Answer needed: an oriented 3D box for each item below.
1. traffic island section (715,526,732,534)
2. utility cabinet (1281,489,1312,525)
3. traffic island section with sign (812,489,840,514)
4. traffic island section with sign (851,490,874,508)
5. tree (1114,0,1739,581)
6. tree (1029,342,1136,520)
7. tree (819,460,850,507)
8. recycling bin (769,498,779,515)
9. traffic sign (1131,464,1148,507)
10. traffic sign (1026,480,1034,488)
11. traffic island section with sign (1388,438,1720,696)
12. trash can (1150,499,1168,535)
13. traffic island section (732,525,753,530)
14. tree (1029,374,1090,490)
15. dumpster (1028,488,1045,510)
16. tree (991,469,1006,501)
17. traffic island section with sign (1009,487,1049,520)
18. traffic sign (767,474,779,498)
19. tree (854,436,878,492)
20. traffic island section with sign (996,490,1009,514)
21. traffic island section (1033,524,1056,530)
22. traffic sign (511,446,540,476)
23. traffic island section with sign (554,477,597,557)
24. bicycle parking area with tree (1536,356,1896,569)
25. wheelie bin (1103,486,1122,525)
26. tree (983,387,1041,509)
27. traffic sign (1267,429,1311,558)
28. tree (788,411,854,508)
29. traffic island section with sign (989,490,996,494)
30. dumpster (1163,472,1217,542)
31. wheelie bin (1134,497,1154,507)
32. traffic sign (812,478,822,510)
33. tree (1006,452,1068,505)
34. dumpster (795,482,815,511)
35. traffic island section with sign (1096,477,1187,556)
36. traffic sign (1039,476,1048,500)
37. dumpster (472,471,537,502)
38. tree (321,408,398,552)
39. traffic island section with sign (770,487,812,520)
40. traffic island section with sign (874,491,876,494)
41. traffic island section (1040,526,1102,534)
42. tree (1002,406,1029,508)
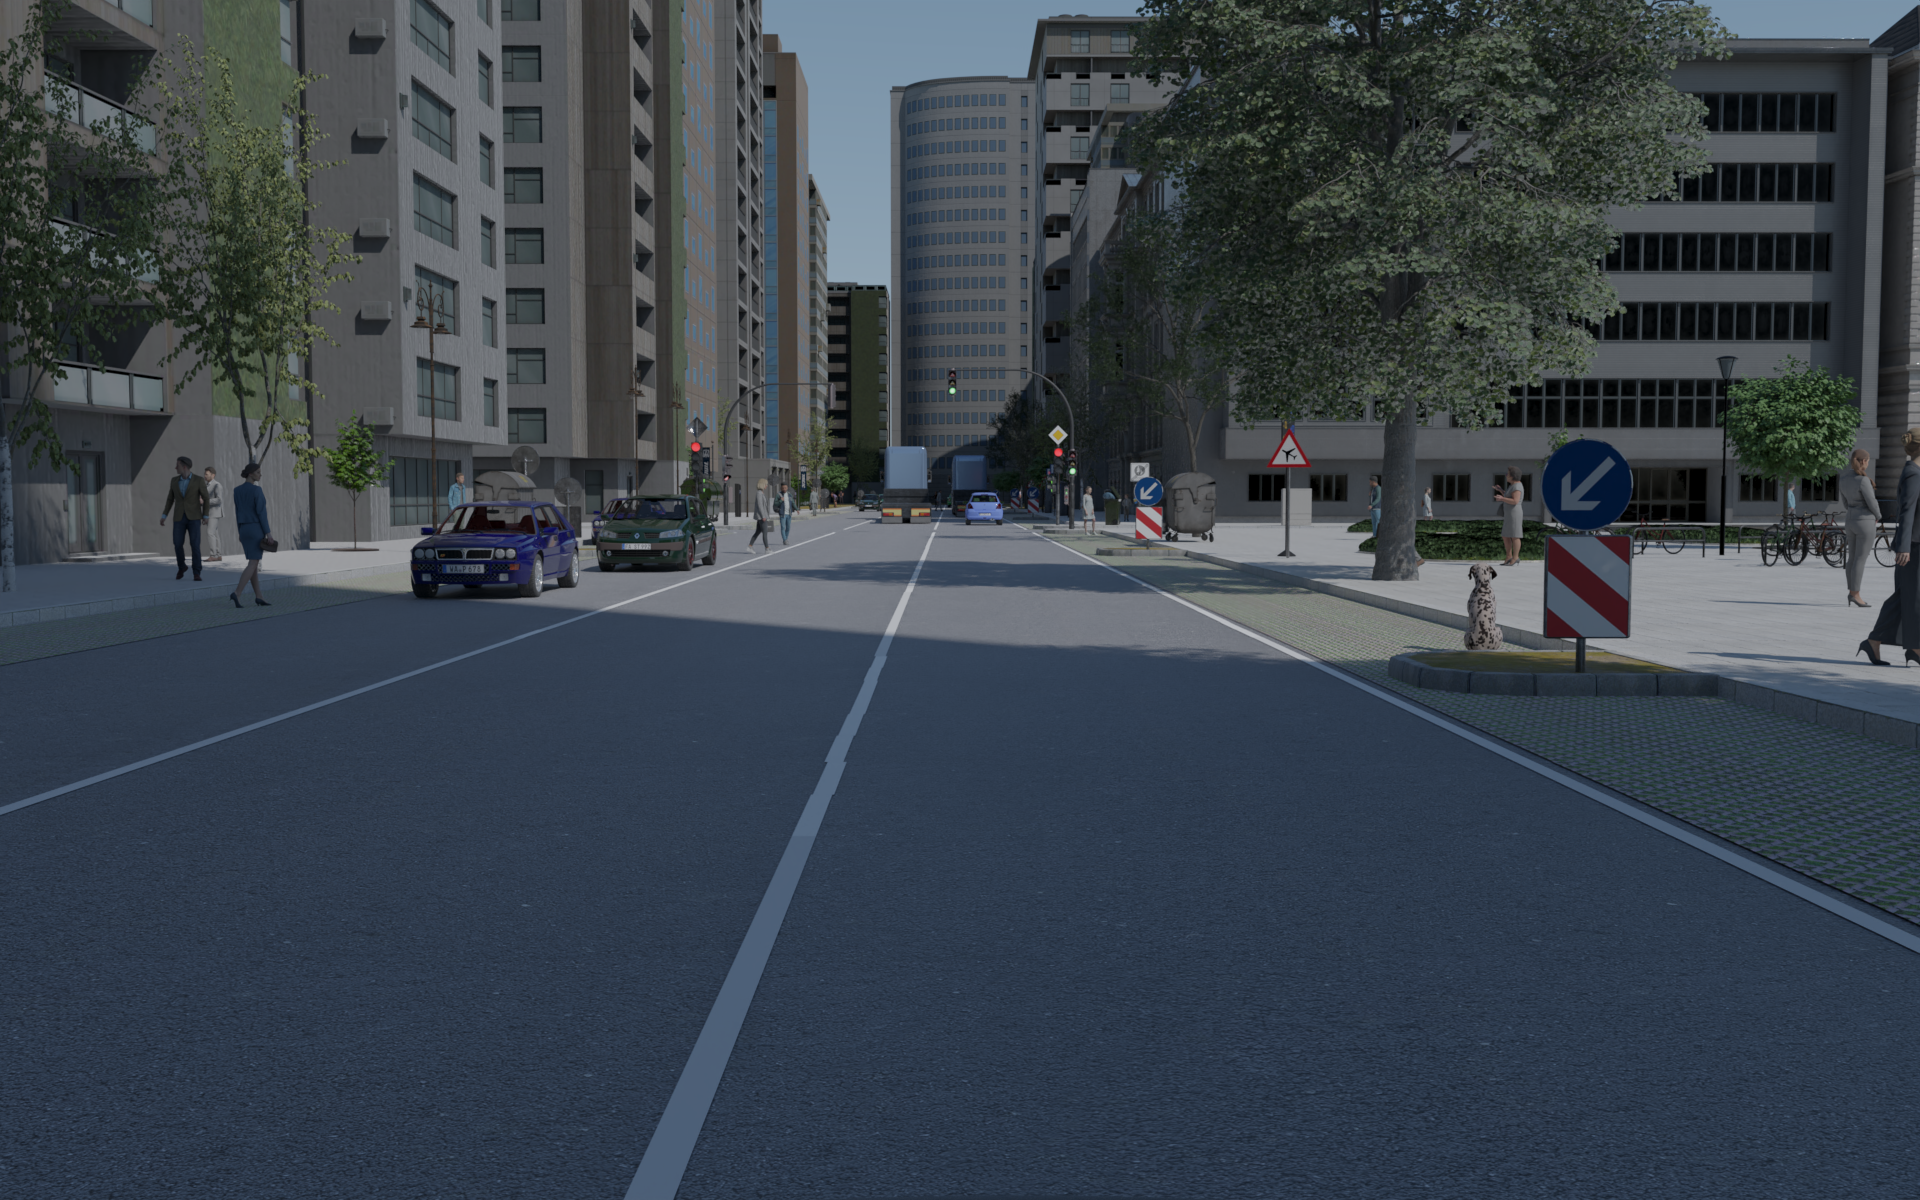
[{"bbox_3d":[-9.564,-2.491,63.008,2.009,0.180,2.903,0,4,0],"label":"traffic island section"},{"bbox_3d":[13.655,-3.770,70.324,1.173,1.500,0.318,0,4,-2],"label":"utility cabinet"},{"bbox_3d":[-9.582,-7.019,123.381,1.989,1.847,2.006,0,4,0],"label":"traffic island section with sign"},{"bbox_3d":[-9.845,-10.057,173.055,1.989,1.847,2.006,0,4,0],"label":"traffic island section with sign"},{"bbox_3d":[6.473,-7.272,25.553,9.857,13.997,8.962,0,3,0],"label":"tree"},{"bbox_3d":[6.194,-8.200,84.427,4.360,8.622,3.978,0,3,0],"label":"tree"},{"bbox_3d":[-12.173,-11.283,168.193,4.285,4.588,4.351,0,3,0],"label":"tree"},{"bbox_3d":[-11.523,-5.870,108.532,0.722,1.027,0.722,0,4,6],"label":"recycling bin"},{"bbox_3d":[5.948,-3.379,57.378,0.606,2.300,0.079,0,4,4],"label":"traffic sign"},{"bbox_3d":[6.033,-8.957,146.457,0.884,2.594,0.081,1,4,9],"label":"traffic sign"},{"bbox_3d":[4.360,-0.276,13.135,1.989,1.847,2.006,0,4,0],"label":"traffic island section with sign"},{"bbox_3d":[6.330,-2.657,55.103,0.748,1.137,0.748,0,3,0],"label":"trash can"},{"bbox_3d":[-9.609,-2.979,70.993,2.009,0.180,2.903,0,4,0],"label":"traffic island section"},{"bbox_3d":[6.221,-9.581,107.017,4.737,8.622,4.395,0,3,0],"label":"tree"},{"bbox_3d":[5.903,-7.791,133.135,1.264,1.857,1.865,0,4,0],"label":"dumpster"},{"bbox_3d":[6.467,-13.857,210.282,4.285,4.588,4.351,0,3,0],"label":"tree"},{"bbox_3d":[3.902,-5.328,95.733,1.989,1.847,2.006,0,4,0],"label":"traffic island section with sign"},{"bbox_3d":[-11.788,-6.685,109.411,0.768,2.556,0.104,0,4,2],"label":"traffic sign"},{"bbox_3d":[-12.235,-16.000,211.970,4.737,8.622,4.395,0,3,0],"label":"tree"},{"bbox_3d":[3.758,-6.976,122.687,1.989,1.847,2.006,0,4,0],"label":"traffic island section with sign"},{"bbox_3d":[4.033,-2.984,71.064,2.009,0.180,2.903,0,4,0],"label":"traffic island section"},{"bbox_3d":[-11.429,-2.780,45.554,0.768,2.556,0.104,0,4,5],"label":"traffic sign"},{"bbox_3d":[-9.109,-1.919,40.008,1.989,1.847,2.006,0,4,0],"label":"traffic island section with sign"},{"bbox_3d":[16.643,-2.854,33.664,9.016,4.147,8.231,0,4,-6],"label":"bicycle parking area with tree"},{"bbox_3d":[6.258,-3.877,71.301,0.693,1.594,0.980,1,4,15],"label":"wheelie bin"},{"bbox_3d":[5.411,-13.219,150.541,7.601,10.594,8.767,0,4,6],"label":"tree"},{"bbox_3d":[6.559,-2.115,34.584,0.884,2.594,0.081,0,4,2],"label":"traffic sign"},{"bbox_3d":[-12.564,-12.200,149.827,4.737,8.622,4.395,0,3,0],"label":"tree"},{"bbox_3d":[3.471,-10.042,172.817,1.989,1.847,2.006,0,4,0],"label":"traffic island section with sign"},{"bbox_3d":[6.217,-2.502,46.664,1.264,1.857,1.865,0,4,0],"label":"dumpster"},{"bbox_3d":[7.618,-3.849,70.838,0.980,1.594,0.693,-1,4,-8],"label":"wheelie bin"},{"bbox_3d":[-11.671,-8.630,141.208,0.768,2.556,0.104,0,4,1],"label":"traffic sign"},{"bbox_3d":[6.451,-8.860,128.569,4.285,4.588,4.351,0,3,0],"label":"tree"},{"bbox_3d":[-12.087,-8.098,134.903,1.502,2.255,1.985,0,4,0],"label":"dumpster"},{"bbox_3d":[4.210,-1.946,40.451,1.989,1.847,2.006,0,4,0],"label":"traffic island section with sign"},{"bbox_3d":[6.089,-7.564,123.669,0.884,2.594,0.081,0,4,1],"label":"traffic sign"},{"bbox_3d":[-11.692,-2.366,44.437,1.264,1.857,1.865,0,4,0],"label":"dumpster"},{"bbox_3d":[-13.500,-2.714,38.973,1.663,3.219,1.824,0,3,0],"label":"tree"},{"bbox_3d":[-9.415,-5.336,95.866,1.989,1.847,2.006,0,4,0],"label":"traffic island section with sign"},{"bbox_3d":[-9.999,-11.705,200.010,1.989,1.847,2.006,0,4,0],"label":"traffic island section with sign"},{"bbox_3d":[4.077,-2.495,63.079,2.009,0.180,2.903,0,4,0],"label":"traffic island section"},{"bbox_3d":[5.566,-11.527,138.829,4.360,8.622,3.978,0,3,0],"label":"tree"}]
